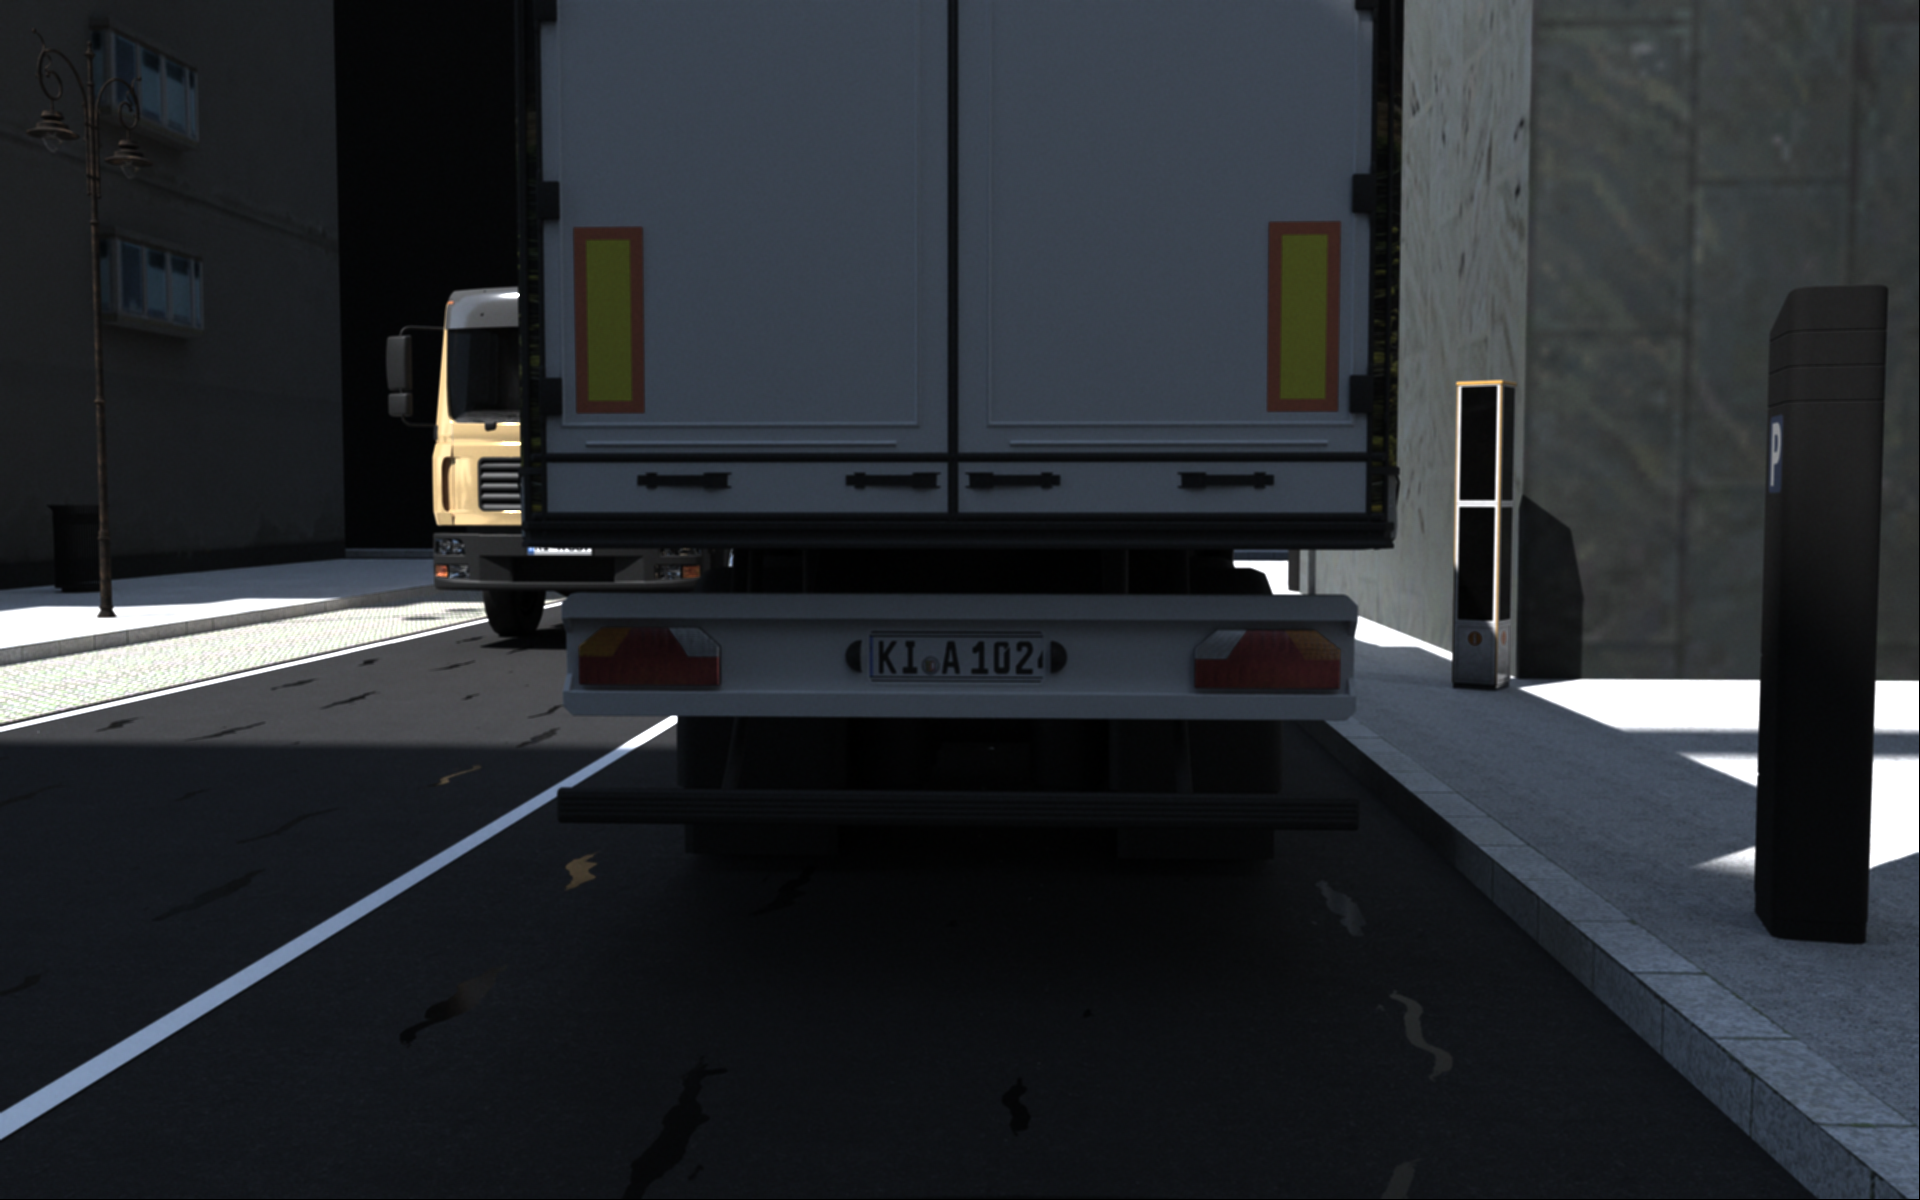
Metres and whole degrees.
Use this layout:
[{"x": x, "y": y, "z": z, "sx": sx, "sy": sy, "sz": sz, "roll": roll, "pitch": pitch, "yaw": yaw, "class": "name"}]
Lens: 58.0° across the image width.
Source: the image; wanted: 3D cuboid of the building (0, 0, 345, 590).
[{"x": -23.253, "y": -24.416, "z": 22.901, "sx": 21.600, "sy": 48.544, "sz": 21.300, "roll": 0, "pitch": 4, "yaw": 3, "class": "building"}]

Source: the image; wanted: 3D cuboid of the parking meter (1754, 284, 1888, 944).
[{"x": 2.519, "y": 0.038, "z": 5.088, "sx": 0.255, "sy": 1.863, "sz": 0.399, "roll": 1, "pitch": 4, "yaw": 16, "class": "parking meter"}]

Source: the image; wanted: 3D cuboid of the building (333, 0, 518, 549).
[{"x": -13.914, "y": -13.346, "z": 47.892, "sx": 12.332, "sy": 23.373, "sz": 15.834, "roll": 0, "pitch": 4, "yaw": 3, "class": "building"}]

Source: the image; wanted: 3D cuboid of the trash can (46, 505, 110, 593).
[{"x": -11.550, "y": -0.677, "z": 22.725, "sx": 0.748, "sy": 1.137, "sz": 0.748, "roll": 0, "pitch": 3, "yaw": 0, "class": "trash can"}]

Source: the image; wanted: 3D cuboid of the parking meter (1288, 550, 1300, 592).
[{"x": 4.518, "y": -1.052, "z": 22.913, "sx": 0.255, "sy": 1.863, "sz": 0.399, "roll": 0, "pitch": 4, "yaw": -6, "class": "parking meter"}]

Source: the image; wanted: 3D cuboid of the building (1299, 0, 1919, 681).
[{"x": 14.772, "y": -42.273, "z": 3.831, "sx": 22.319, "sy": 86.520, "sz": 31.000, "roll": 0, "pitch": 4, "yaw": 3, "class": "building"}]

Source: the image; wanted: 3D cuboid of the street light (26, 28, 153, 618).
[{"x": -8.885, "y": -2.756, "z": 17.856, "sx": 0.468, "sy": 5.910, "sz": 1.993, "roll": 0, "pitch": 4, "yaw": 3, "class": "street light"}]

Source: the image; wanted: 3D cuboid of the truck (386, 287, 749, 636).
[{"x": -3.340, "y": -1.447, "z": 19.590, "sx": 3.469, "sy": 3.379, "sz": 9.791, "roll": 0, "pitch": 4, "yaw": 4, "class": "truck"}]

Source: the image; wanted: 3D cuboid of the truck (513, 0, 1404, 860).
[{"x": 0.258, "y": -1.306, "z": 10.261, "sx": 2.839, "sy": 4.237, "sz": 11.283, "roll": 0, "pitch": 4, "yaw": 3, "class": "truck"}]

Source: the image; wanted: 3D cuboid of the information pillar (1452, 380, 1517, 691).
[{"x": 3.454, "y": -0.424, "z": 11.417, "sx": 0.304, "sy": 2.012, "sz": 0.304, "roll": 2, "pitch": 4, "yaw": 35, "class": "information pillar"}]
